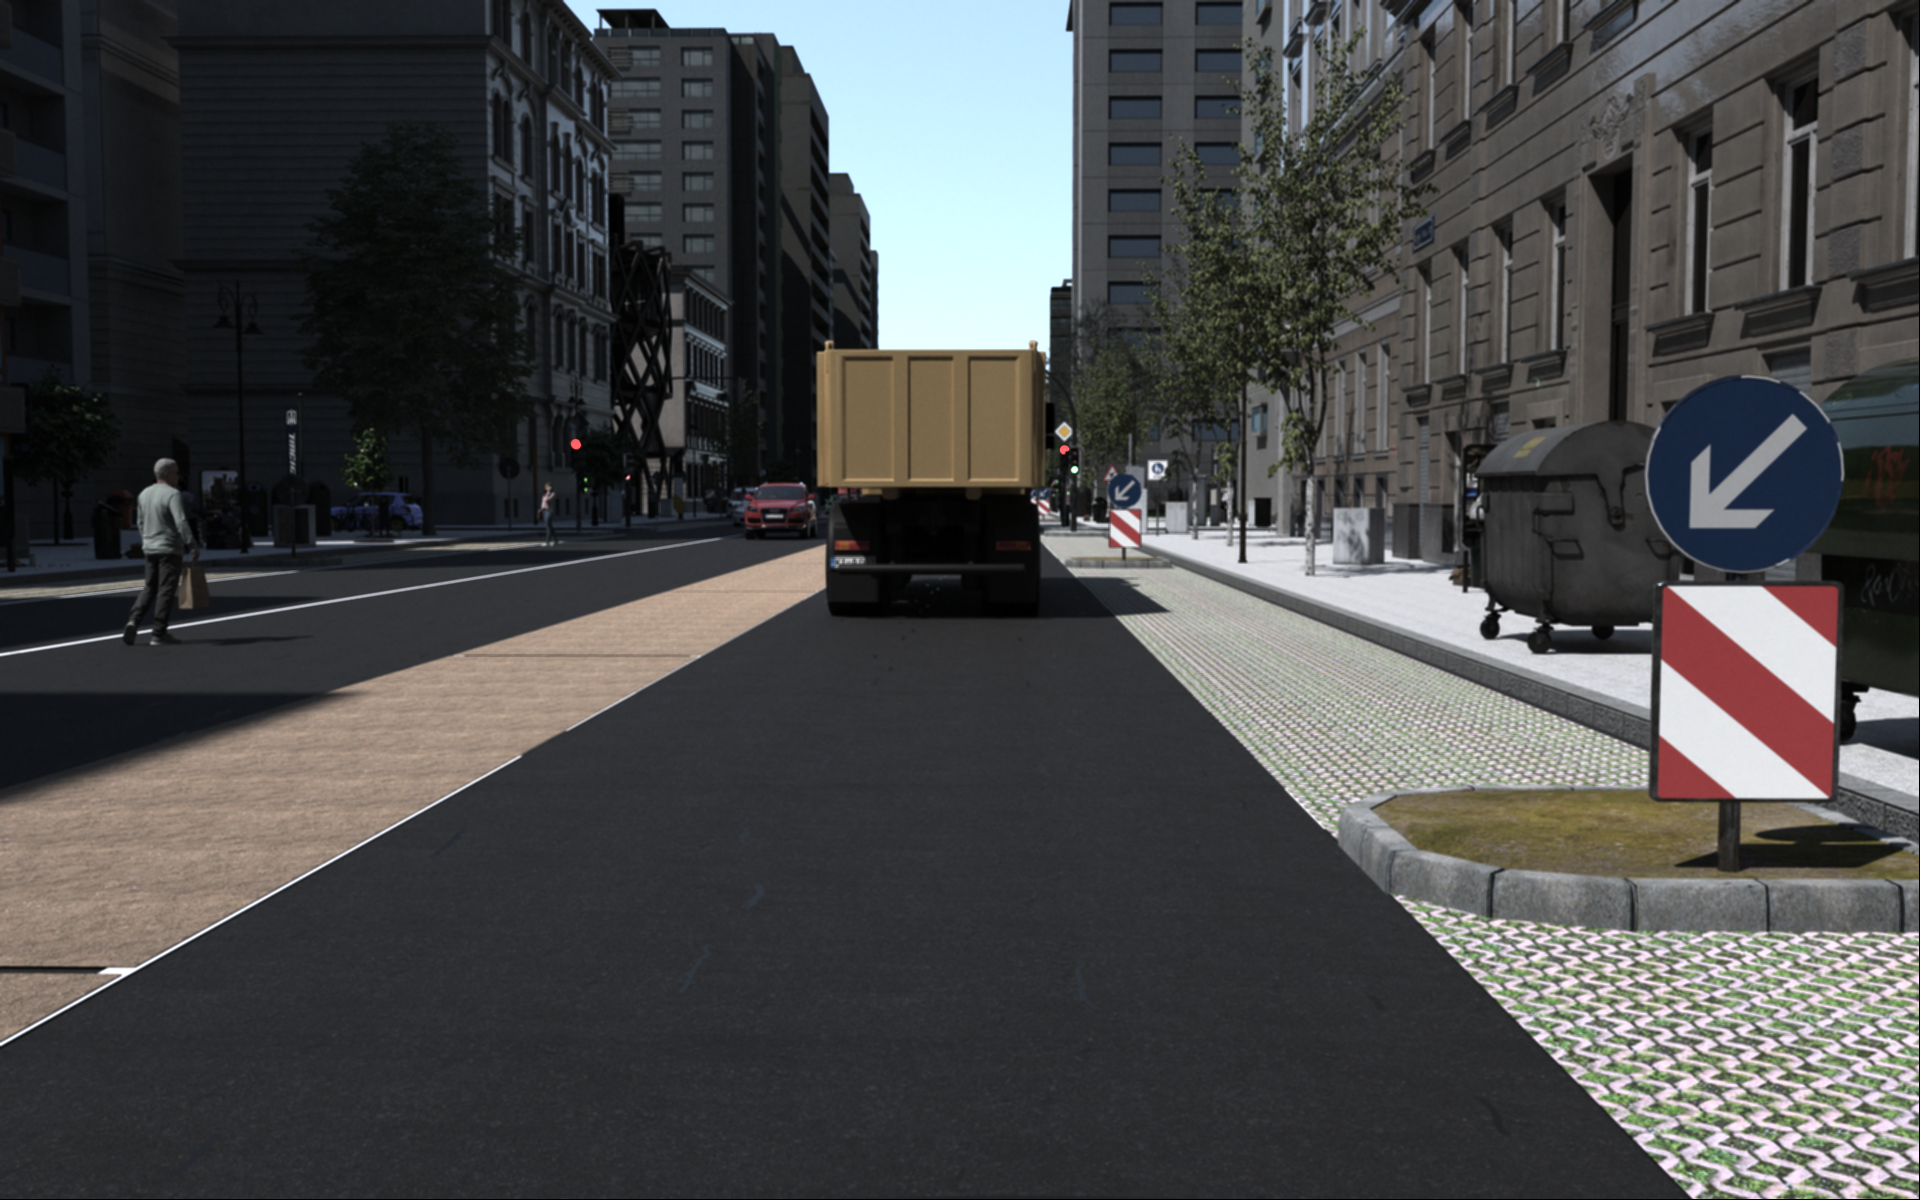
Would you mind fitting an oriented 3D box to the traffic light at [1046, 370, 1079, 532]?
[{"bbox_3d":[1.761,-5.152,58.902,4.771,5.953,1.251,0,4,1],"label":"traffic light"}]

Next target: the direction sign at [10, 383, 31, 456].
[{"bbox_3d":[-19.433,-2.652,35.357,0.876,3.537,0.379,-1,4,-12],"label":"direction sign"}]

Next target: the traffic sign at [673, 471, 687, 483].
[{"bbox_3d":[-14.652,-5.531,90.546,0.768,2.556,0.104,0,4,5],"label":"traffic sign"}]

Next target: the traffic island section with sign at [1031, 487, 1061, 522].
[{"bbox_3d":[4.155,-4.902,88.771,1.989,1.847,2.006,0,4,1],"label":"traffic island section with sign"}]

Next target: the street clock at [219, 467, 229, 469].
[{"bbox_3d":[-19.749,-2.568,46.549,0.471,2.002,0.358,-1,4,-22],"label":"street clock"}]

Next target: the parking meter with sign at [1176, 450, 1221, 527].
[{"bbox_3d":[9.417,-4.414,68.438,1.738,3.016,0.543,1,4,18],"label":"parking meter with sign"}]

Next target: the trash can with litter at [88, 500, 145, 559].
[{"bbox_3d":[-16.636,-1.401,34.287,1.055,1.170,0.624,-3,5,-39],"label":"trash can with litter"}]

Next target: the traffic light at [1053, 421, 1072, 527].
[{"bbox_3d":[4.012,-4.775,66.985,0.839,4.253,0.868,0,4,1],"label":"traffic light"}]

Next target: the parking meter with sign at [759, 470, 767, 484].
[{"bbox_3d":[-13.765,-7.795,123.709,0.543,3.016,1.738,1,4,15],"label":"parking meter with sign"}]

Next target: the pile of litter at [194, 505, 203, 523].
[{"bbox_3d":[-30.647,-3.416,69.819,1.719,0.858,1.176,0,4,-5],"label":"pile of litter"}]

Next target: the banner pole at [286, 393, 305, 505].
[{"bbox_3d":[-16.502,-3.246,43.090,0.863,3.779,0.401,2,4,34],"label":"banner pole"}]

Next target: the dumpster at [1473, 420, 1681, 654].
[{"bbox_3d":[5.168,-0.535,14.507,1.264,1.857,1.865,0,4,1],"label":"dumpster"}]

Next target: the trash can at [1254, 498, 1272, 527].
[{"bbox_3d":[11.653,-3.365,66.669,0.748,1.137,0.748,0,3,0],"label":"trash can"}]

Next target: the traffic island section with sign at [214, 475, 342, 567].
[{"bbox_3d":[-13.575,-1.598,34.757,1.989,1.847,2.006,0,4,1],"label":"traffic island section with sign"}]

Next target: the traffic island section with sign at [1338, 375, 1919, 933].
[{"bbox_3d":[2.530,0.126,6.572,1.989,1.847,2.006,0,4,1],"label":"traffic island section with sign"}]

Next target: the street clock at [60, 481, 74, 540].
[{"bbox_3d":[-25.094,-2.699,48.697,0.471,2.002,0.358,3,4,38],"label":"street clock"}]

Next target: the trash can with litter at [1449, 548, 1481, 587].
[{"bbox_3d":[7.132,-0.770,23.978,0.624,1.170,1.055,-1,4,-16],"label":"trash can with litter"}]

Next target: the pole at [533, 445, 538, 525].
[{"bbox_3d":[-17.701,-4.792,72.192,0.158,3.312,0.155,0,3,0],"label":"pole"}]

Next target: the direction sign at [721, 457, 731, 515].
[{"bbox_3d":[-14.075,-6.939,105.448,0.379,3.537,0.876,0,4,4],"label":"direction sign"}]

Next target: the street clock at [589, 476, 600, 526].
[{"bbox_3d":[-14.696,-3.982,69.669,0.358,2.002,0.471,-3,5,-45],"label":"street clock"}]

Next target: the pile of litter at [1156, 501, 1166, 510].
[{"bbox_3d":[12.935,-6.066,113.143,1.719,0.858,1.176,1,4,12],"label":"pile of litter"}]

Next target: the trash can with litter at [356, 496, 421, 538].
[{"bbox_3d":[-17.110,-2.460,51.275,1.678,1.210,2.233,-3,5,-41],"label":"trash can with litter"}]

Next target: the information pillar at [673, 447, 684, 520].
[{"bbox_3d":[-14.136,-5.851,87.016,0.504,3.616,0.183,-2,4,-27],"label":"information pillar"}]

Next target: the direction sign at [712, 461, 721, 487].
[{"bbox_3d":[-16.598,-7.771,119.052,0.876,3.537,0.379,-2,4,-32],"label":"direction sign"}]

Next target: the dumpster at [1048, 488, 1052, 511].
[{"bbox_3d":[7.288,-7.667,131.107,1.264,1.857,1.865,0,4,1],"label":"dumpster"}]

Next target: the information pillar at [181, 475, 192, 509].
[{"bbox_3d":[-30.344,-3.883,67.976,0.304,2.012,0.304,-1,4,-11],"label":"information pillar"}]

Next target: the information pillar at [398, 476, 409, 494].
[{"bbox_3d":[-22.447,-4.001,69.913,0.304,2.012,0.304,1,4,21],"label":"information pillar"}]

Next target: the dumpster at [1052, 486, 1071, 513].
[{"bbox_3d":[7.033,-6.807,117.046,1.264,1.857,1.865,0,4,1],"label":"dumpster"}]

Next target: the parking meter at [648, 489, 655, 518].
[{"bbox_3d":[-16.268,-5.069,91.288,0.372,1.533,0.369,0,3,0],"label":"parking meter"}]

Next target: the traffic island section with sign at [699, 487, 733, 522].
[{"bbox_3d":[-12.486,-4.998,90.337,1.989,1.847,2.006,0,4,1],"label":"traffic island section with sign"}]

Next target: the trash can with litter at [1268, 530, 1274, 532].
[{"bbox_3d":[11.122,-2.892,58.336,1.678,1.210,2.233,-1,4,-14],"label":"trash can with litter"}]

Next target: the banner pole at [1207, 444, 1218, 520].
[{"bbox_3d":[12.654,-5.889,86.297,0.401,3.779,0.863,-1,4,-18],"label":"banner pole"}]

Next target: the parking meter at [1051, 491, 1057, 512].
[{"bbox_3d":[6.687,-7.020,123.194,0.372,1.533,0.369,0,3,0],"label":"parking meter"}]

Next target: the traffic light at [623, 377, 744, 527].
[{"bbox_3d":[-10.803,-5.665,67.295,4.771,5.953,1.251,0,4,1],"label":"traffic light"}]

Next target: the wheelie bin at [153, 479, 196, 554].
[{"bbox_3d":[-16.777,-1.771,36.864,0.980,1.594,0.693,-1,4,-11],"label":"wheelie bin"}]

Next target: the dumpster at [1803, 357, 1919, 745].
[{"bbox_3d":[4.974,-0.337,8.005,1.502,2.255,1.985,0,4,1],"label":"dumpster"}]

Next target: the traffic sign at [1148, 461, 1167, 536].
[{"bbox_3d":[6.030,-3.101,52.826,0.606,2.300,0.079,0,4,5],"label":"traffic sign"}]

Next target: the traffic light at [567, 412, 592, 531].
[{"bbox_3d":[-13.054,-4.306,59.318,0.839,4.253,0.868,0,4,1],"label":"traffic light"}]

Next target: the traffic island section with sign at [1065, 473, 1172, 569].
[{"bbox_3d":[3.073,-1.556,34.065,1.989,1.847,2.006,0,4,1],"label":"traffic island section with sign"}]

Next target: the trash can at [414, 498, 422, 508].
[{"bbox_3d":[-21.594,-3.467,68.334,0.748,1.137,0.748,0,3,0],"label":"trash can"}]

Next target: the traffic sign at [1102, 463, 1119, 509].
[{"bbox_3d":[6.419,-4.469,73.079,0.884,2.594,0.081,1,4,9],"label":"traffic sign"}]

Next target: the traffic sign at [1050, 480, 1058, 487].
[{"bbox_3d":[6.975,-7.696,125.837,0.884,2.594,0.081,0,4,1],"label":"traffic sign"}]

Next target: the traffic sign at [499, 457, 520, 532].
[{"bbox_3d":[-15.407,-3.615,59.210,0.768,2.556,0.104,1,4,11],"label":"traffic sign"}]

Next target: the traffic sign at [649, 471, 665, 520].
[{"bbox_3d":[-14.951,-5.155,85.467,0.795,2.450,0.064,1,4,9],"label":"traffic sign"}]

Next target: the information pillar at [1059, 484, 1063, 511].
[{"bbox_3d":[7.575,-7.624,129.141,0.304,2.012,0.304,2,4,34],"label":"information pillar"}]
